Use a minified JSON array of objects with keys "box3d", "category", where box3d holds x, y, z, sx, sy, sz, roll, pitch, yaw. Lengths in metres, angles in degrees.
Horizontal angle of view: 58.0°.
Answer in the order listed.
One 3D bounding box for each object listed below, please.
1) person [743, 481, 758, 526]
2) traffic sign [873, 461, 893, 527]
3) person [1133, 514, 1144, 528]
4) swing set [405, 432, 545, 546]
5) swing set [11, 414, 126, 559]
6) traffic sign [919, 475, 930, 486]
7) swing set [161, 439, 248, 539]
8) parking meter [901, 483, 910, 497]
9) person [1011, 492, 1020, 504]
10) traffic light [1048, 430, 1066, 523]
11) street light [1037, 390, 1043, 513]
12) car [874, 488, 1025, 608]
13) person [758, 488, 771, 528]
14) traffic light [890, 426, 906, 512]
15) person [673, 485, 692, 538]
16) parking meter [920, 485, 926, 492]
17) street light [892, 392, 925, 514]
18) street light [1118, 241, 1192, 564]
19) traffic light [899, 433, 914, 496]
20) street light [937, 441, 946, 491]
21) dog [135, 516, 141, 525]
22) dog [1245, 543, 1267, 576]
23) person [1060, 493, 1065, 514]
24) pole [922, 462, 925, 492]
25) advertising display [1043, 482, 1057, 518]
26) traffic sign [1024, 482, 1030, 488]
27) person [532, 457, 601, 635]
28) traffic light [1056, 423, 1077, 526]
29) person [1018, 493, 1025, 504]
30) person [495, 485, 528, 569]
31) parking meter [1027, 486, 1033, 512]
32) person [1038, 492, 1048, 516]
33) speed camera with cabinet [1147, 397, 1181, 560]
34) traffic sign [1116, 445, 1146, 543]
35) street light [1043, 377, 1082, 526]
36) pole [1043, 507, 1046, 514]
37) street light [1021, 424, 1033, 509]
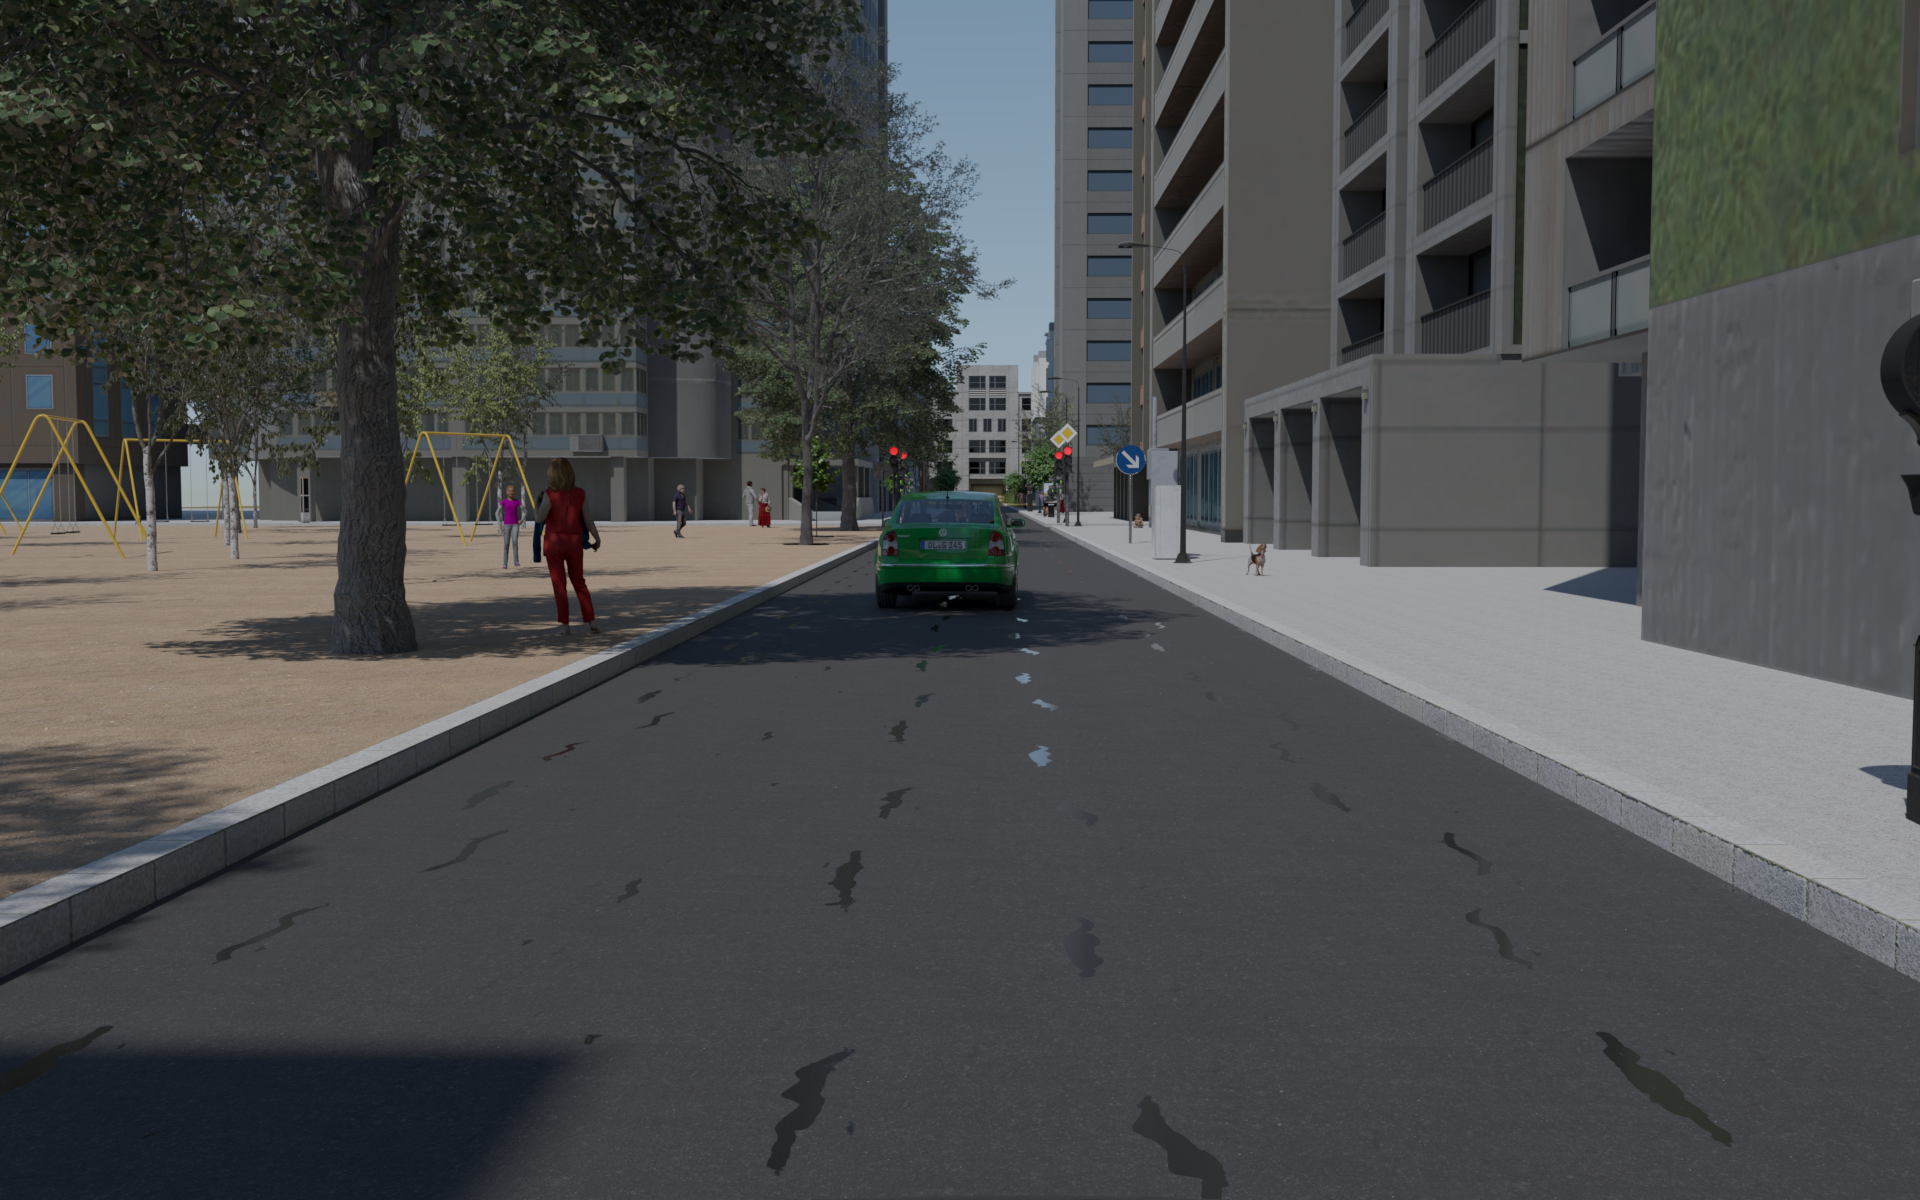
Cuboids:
[{"box3d":[-8.282,-3.845,69.055,0.789,1.805,0.875,-3,5,-44],"category":"person"},{"box3d":[-2.989,-4.090,66.978,0.768,2.556,0.104,0,4,6],"category":"traffic sign"},{"box3d":[6.722,-2.978,65.213,0.357,0.543,0.381,-3,5,-44],"category":"person"},{"box3d":[-12.753,-2.867,44.499,2.862,2.851,3.119,2,4,31],"category":"swing set"},{"box3d":[-18.308,-2.315,35.464,2.862,2.851,3.119,-1,4,-13],"category":"swing set"},{"box3d":[-2.403,-7.150,117.000,0.768,2.556,0.104,0,4,3],"category":"traffic sign"},{"box3d":[-22.576,-3.190,49.769,3.119,2.851,2.862,-3,5,-40],"category":"swing set"},{"box3d":[-2.666,-4.815,84.441,0.399,1.863,0.255,-2,4,-29],"category":"parking meter"},{"box3d":[7.124,-13.132,220.778,1.348,1.821,0.705,0,4,6],"category":"person"},{"box3d":[4.339,-5.361,76.580,0.839,4.253,0.868,0,4,1],"category":"traffic light"},{"box3d":[4.232,-6.432,77.702,1.470,5.913,1.316,0,4,1],"category":"street light"},{"box3d":[-0.108,-0.880,23.181,1.959,1.807,4.718,0,4,3],"category":"car"},{"box3d":[-7.439,-3.512,65.939,0.523,1.526,0.387,0,4,-1],"category":"person"},{"box3d":[-2.587,-4.878,68.669,0.839,4.253,0.868,0,4,1],"category":"traffic light"},{"box3d":[-8.092,-2.566,50.199,0.569,1.553,0.471,-2,4,-27],"category":"person"},{"box3d":[-2.446,-6.733,115.792,0.255,1.863,0.399,2,4,32],"category":"parking meter"},{"box3d":[-2.433,-6.421,77.527,1.470,5.913,1.316,0,4,1],"category":"street light"},{"box3d":[3.599,-3.637,32.001,1.470,5.913,1.316,0,4,1],"category":"street light"},{"box3d":[-2.482,-5.366,76.653,0.839,4.253,0.868,0,4,1],"category":"traffic light"},{"box3d":[-1.811,-8.645,113.883,1.470,5.913,1.316,0,4,1],"category":"street light"},{"box3d":[-35.243,-3.364,74.289,0.540,0.507,0.406,1,4,11],"category":"dog"},{"box3d":[4.677,-0.637,27.248,0.540,0.507,0.406,3,5,41],"category":"dog"},{"box3d":[6.628,-6.376,112.765,0.387,1.526,0.523,0,4,5],"category":"person"},{"box3d":[-2.321,-7.085,109.677,0.158,3.312,0.155,0,3,0],"category":"pole"},{"box3d":[4.997,-5.478,94.784,0.974,1.923,0.123,2,4,34],"category":"advertising display"},{"box3d":[5.619,-8.606,140.711,0.884,2.594,0.081,0,4,8],"category":"traffic sign"},{"box3d":[-3.598,-0.495,15.837,0.593,1.614,0.444,0,4,-6],"category":"person"},{"box3d":[4.234,-4.873,68.595,0.839,4.253,0.868,0,4,1],"category":"traffic light"},{"box3d":[7.542,-12.618,212.901,0.990,1.755,0.434,-1,4,-11],"category":"person"},{"box3d":[-7.623,-1.237,29.502,0.726,1.435,0.776,-1,4,-20],"category":"person"},{"box3d":[5.110,-7.380,126.366,0.399,1.863,0.255,-3,5,-43],"category":"parking meter"},{"box3d":[4.795,-5.502,99.241,0.697,1.427,0.421,2,4,34],"category":"person"},{"box3d":[4.116,-2.461,34.579,0.660,3.252,2.038,0,4,2],"category":"speed camera with cabinet"},{"box3d":[4.423,-2.740,44.902,0.768,2.556,0.104,0,4,8],"category":"traffic sign"},{"box3d":[4.149,-5.874,68.583,1.470,5.913,1.316,0,4,1],"category":"street light"},{"box3d":[5.285,-6.993,108.181,0.158,3.312,0.155,0,3,0],"category":"pole"},{"box3d":[4.766,-8.706,114.877,1.470,5.913,1.316,0,4,1],"category":"street light"}]
